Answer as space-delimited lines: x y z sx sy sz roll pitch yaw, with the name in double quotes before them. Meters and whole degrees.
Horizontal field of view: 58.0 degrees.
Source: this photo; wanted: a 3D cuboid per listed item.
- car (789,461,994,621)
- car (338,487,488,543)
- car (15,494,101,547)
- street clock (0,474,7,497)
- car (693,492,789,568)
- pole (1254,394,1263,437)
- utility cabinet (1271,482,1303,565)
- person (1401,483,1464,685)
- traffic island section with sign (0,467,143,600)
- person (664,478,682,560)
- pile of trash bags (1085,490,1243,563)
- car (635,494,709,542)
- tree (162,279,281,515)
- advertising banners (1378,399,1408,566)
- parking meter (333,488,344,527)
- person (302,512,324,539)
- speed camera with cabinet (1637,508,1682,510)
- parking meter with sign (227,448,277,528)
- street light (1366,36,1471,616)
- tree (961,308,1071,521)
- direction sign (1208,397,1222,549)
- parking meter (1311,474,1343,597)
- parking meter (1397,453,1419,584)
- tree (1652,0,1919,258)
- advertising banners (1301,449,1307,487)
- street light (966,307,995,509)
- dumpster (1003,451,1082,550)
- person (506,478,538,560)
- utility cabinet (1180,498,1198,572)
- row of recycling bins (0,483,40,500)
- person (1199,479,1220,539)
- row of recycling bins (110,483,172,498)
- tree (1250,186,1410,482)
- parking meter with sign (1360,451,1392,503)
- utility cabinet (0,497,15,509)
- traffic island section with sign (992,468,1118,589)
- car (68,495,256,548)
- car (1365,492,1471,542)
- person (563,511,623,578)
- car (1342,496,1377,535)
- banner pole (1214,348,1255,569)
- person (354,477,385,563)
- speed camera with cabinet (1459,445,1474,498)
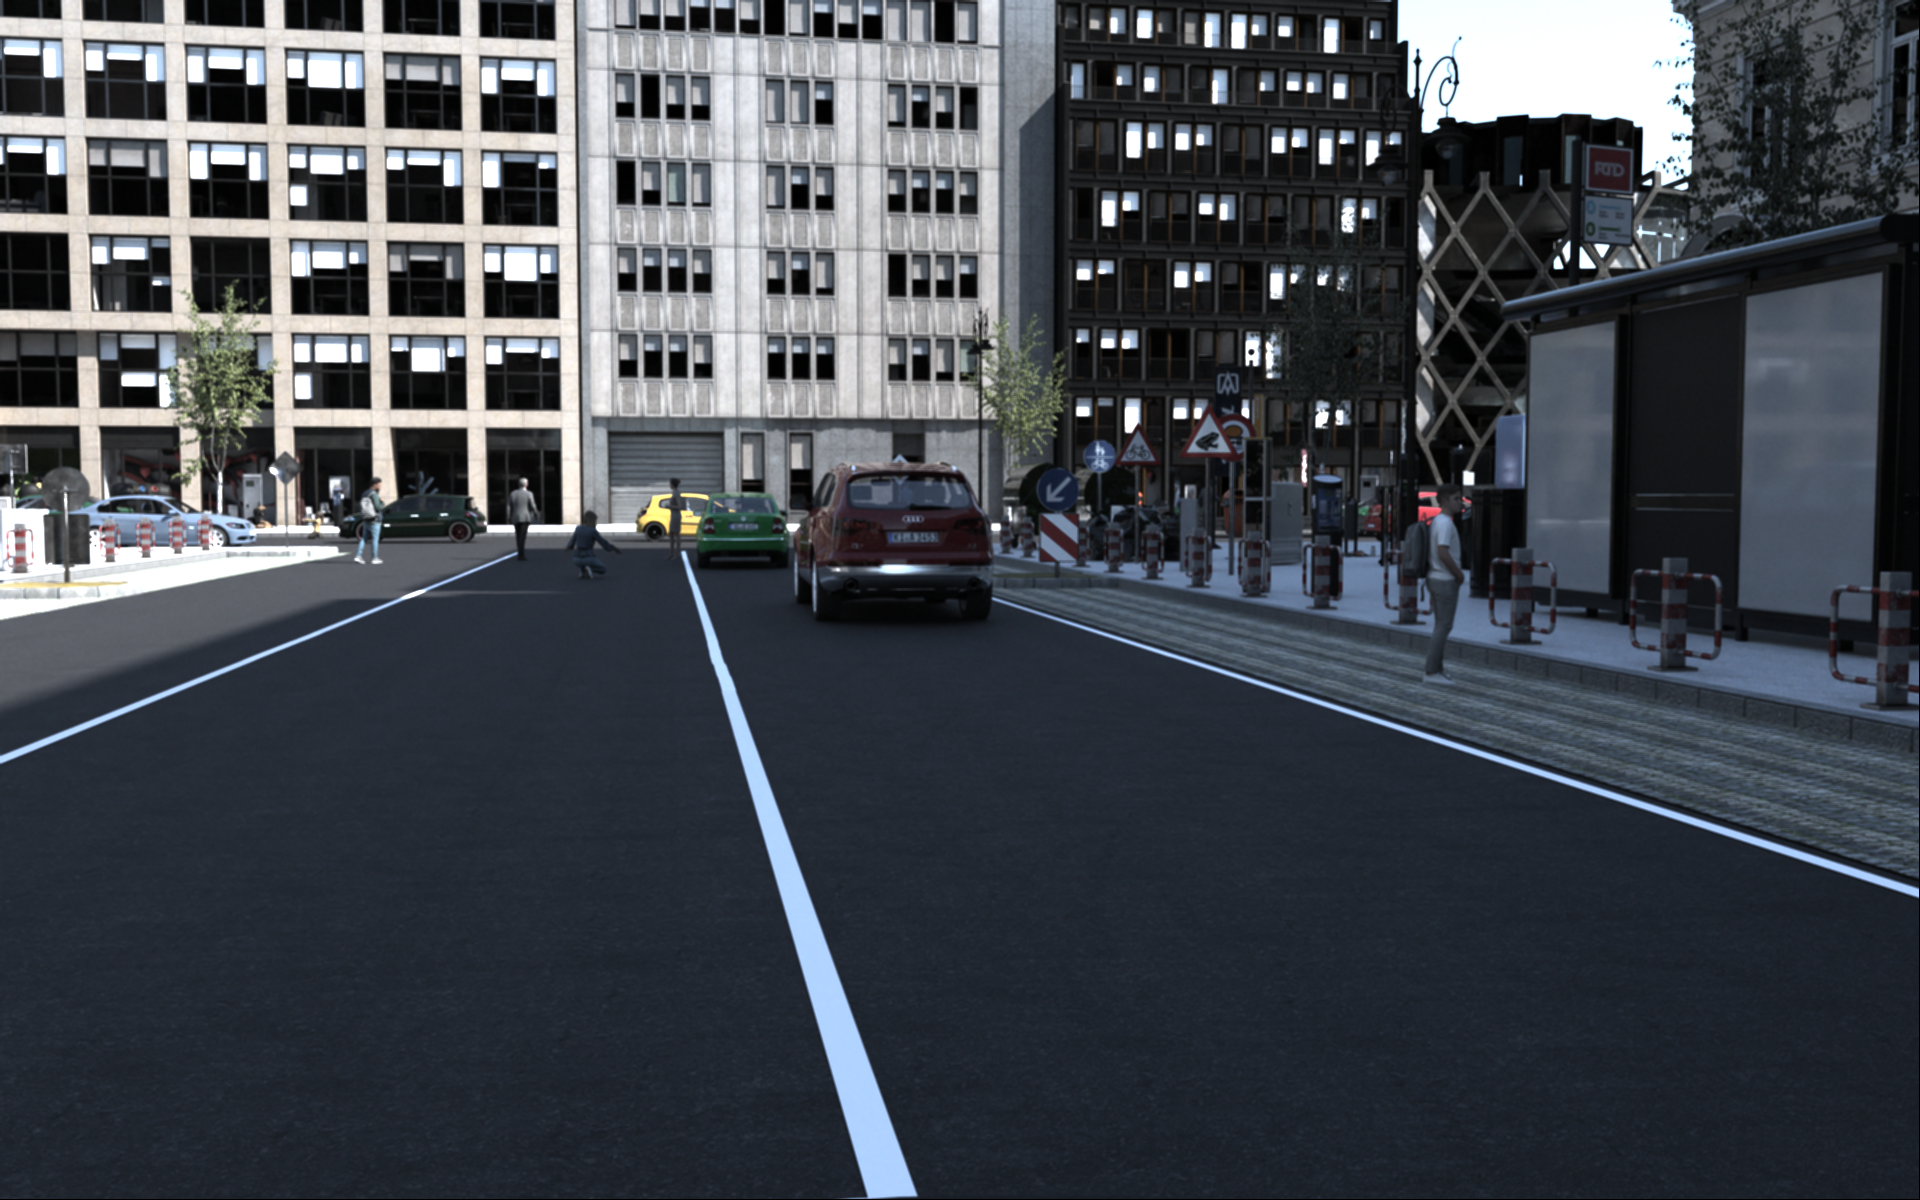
"car" -0.912 -0.770 21.268 2.281 1.827 5.304 -1 4 -9
"car" -16.163 -2.535 51.229 4.222 1.686 2.009 -1 4 -11
"car" -24.630 -2.125 46.539 4.920 1.459 2.131 -1 4 -8
"street clock" -34.639 -3.540 62.455 0.358 2.002 0.471 3 5 44
"car" -4.428 -1.606 35.056 1.959 1.807 4.718 -1 4 -8
"pole" 6.097 -2.544 35.445 0.158 3.312 0.155 0 3 0
"utility cabinet" 5.809 -1.391 31.414 0.318 1.500 1.173 3 5 40
"person" 3.615 -0.117 13.014 0.523 1.515 0.503 -2 4 -29
"traffic island section with sign" -12.709 -0.962 24.357 1.989 1.847 2.006 -1 4 -10
"person" -6.222 -1.756 37.559 0.374 1.781 0.599 -1 4 -16
"pile of trash bags" 4.096 -1.459 33.599 3.447 1.369 1.912 -1 4 -19
"car" -7.924 -2.619 53.037 3.980 1.641 2.015 0 4 -8
"tree" -25.680 -6.700 59.909 4.737 8.622 4.395 0 3 0
"advertising banners" 7.904 -2.161 31.512 0.090 3.025 2.074 2 4 26
"parking meter" -24.146 -3.601 67.286 0.372 1.533 0.369 0 3 0
"person" -20.713 -2.386 55.441 0.695 0.859 0.347 0 4 4
"speed camera with cabinet" 14.277 -2.582 36.551 0.660 3.252 2.038 -3 4 -38
"parking meter with sign" -26.817 -4.241 65.603 1.738 3.016 0.543 -1 4 -20
"street light" 4.743 -2.773 18.120 0.468 5.910 1.993 -1 4 -10
"tree" 2.230 -7.282 69.420 4.737 8.622 4.395 0 3 0
"direction sign" 5.947 -2.969 40.534 0.379 3.537 0.876 -1 4 -11
"parking meter" 4.558 -0.801 21.509 0.372 1.533 0.369 0 3 0
"parking meter" 6.380 -1.158 24.645 0.255 1.863 0.399 1 4 10
"tree" 10.571 -4.367 21.756 4.360 8.622 3.978 0 3 0
"advertising banners" 12.850 -4.307 66.615 0.090 3.025 2.074 3 5 43
"street light" 0.504 -4.290 42.924 0.468 5.910 1.993 -1 4 -10
"dumpster" 1.916 -2.312 40.292 1.502 2.255 1.985 -1 4 -10
"person" -9.528 -1.767 37.780 0.661 1.777 0.834 0 4 2
"utility cabinet" 3.844 -1.096 29.077 0.306 1.237 1.020 0 4 7
"row of recycling bins" -36.142 -3.525 64.740 3.534 1.692 1.069 0 4 -3
"person" 6.834 -2.396 47.479 0.655 1.846 0.447 3 5 44
"row of recycling bins" -30.209 -3.469 63.834 1.069 1.692 3.534 0 4 2
"tree" 8.947 -5.632 42.442 4.360 8.622 3.978 0 3 0
"parking meter with sign" 16.444 -4.489 69.657 1.738 3.016 0.543 1 4 18
"utility cabinet" -20.782 -1.585 37.076 1.020 1.237 0.306 0 4 4
"traffic island section with sign" 1.262 -1.127 27.051 1.989 1.847 2.006 -1 4 -10
"car" -20.154 -1.935 43.640 4.499 1.417 2.014 -1 4 -8
"car" 14.163 -2.552 50.768 4.494 1.783 2.155 0 4 -8
"person" -6.416 -0.960 29.693 1.012 1.151 0.738 1 4 18
"car" 15.168 -3.040 61.495 4.920 1.459 2.131 -1 4 -9
"banner pole" 4.776 -2.439 29.887 0.863 3.779 0.401 1 4 15
"person" -12.196 -1.655 35.909 0.623 1.781 0.721 2 4 24
"speed camera with cabinet" 20.460 -4.555 68.812 0.660 3.252 2.038 -2 4 -24
